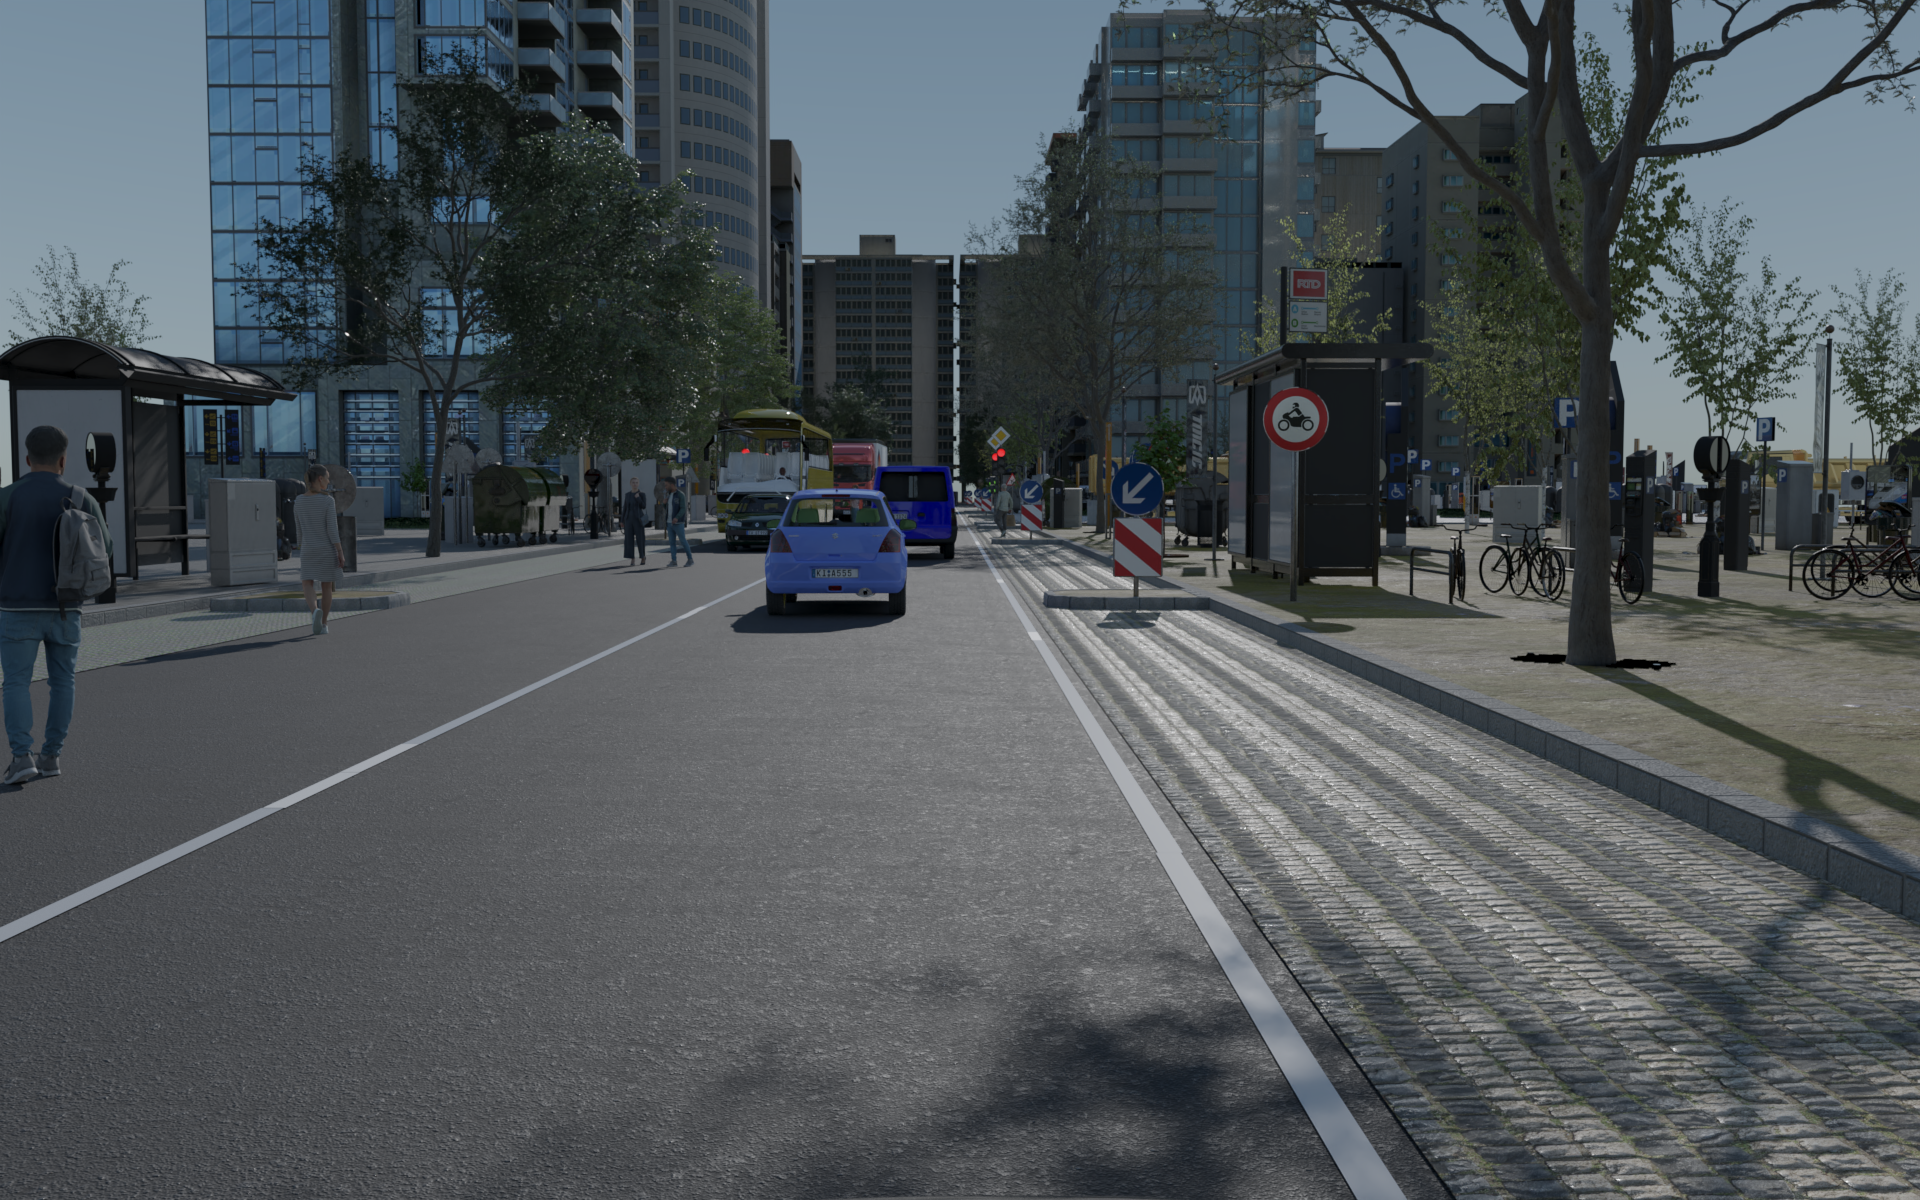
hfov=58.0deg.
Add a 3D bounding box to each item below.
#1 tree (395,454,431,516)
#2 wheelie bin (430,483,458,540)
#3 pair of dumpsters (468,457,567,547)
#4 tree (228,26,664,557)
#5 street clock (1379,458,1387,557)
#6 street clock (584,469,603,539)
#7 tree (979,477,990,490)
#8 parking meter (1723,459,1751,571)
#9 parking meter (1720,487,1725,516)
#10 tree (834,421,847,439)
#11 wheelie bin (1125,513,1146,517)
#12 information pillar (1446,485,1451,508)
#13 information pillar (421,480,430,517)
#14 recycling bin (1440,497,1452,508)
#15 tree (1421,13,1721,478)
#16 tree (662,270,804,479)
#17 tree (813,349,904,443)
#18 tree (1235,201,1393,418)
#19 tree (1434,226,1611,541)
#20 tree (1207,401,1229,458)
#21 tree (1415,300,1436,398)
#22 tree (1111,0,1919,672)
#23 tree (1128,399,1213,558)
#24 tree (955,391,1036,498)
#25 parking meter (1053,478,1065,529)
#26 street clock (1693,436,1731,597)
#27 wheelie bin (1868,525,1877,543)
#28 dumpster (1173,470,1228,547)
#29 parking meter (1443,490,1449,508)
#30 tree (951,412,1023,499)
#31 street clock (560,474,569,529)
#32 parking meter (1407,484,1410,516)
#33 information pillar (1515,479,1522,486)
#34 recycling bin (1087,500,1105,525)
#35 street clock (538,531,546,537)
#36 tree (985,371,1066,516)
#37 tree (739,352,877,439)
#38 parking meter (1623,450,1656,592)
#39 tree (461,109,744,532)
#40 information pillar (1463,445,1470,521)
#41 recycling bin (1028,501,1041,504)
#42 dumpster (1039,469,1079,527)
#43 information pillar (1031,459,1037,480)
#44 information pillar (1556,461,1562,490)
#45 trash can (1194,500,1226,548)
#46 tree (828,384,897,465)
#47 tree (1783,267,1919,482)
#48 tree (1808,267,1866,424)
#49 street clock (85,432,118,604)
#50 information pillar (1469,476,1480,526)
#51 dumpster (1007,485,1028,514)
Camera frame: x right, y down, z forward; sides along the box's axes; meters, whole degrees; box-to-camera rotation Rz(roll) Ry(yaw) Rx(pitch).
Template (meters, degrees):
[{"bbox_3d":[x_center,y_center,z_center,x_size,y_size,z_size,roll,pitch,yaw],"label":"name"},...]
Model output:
[{"bbox_3d":[-25.720,-5.367,82.357,1.663,3.219,1.824,0,3,0],"label":"tree"},{"bbox_3d":[-14.340,-2.467,48.238,0.693,1.594,0.980,-3,4,-36],"label":"wheelie bin"},{"bbox_3d":[-11.117,-2.514,43.590,1.574,2.255,4.437,0,4,0],"label":"pair of dumpsters"},{"bbox_3d":[-10.481,-6.140,34.799,7.601,10.594,8.767,2,4,35],"label":"tree"},{"bbox_3d":[8.412,-1.867,35.093,0.471,2.002,0.358,-3,5,-42],"label":"street clock"},{"bbox_3d":[-10.433,-2.738,49.335,0.471,2.002,0.358,0,4,4],"label":"street clock"},{"bbox_3d":[2.818,-12.018,191.099,1.663,3.219,1.824,0,3,0],"label":"tree"},{"bbox_3d":[13.094,-1.435,29.178,0.399,1.863,0.255,-3,4,-36],"label":"parking meter"},{"bbox_3d":[28.281,-3.400,63.998,0.372,1.533,0.369,0,3,0],"label":"parking meter"},{"bbox_3d":[-13.003,-13.611,172.906,4.737,8.622,4.395,0,3,0],"label":"tree"},{"bbox_3d":[6.057,-3.162,59.600,0.693,1.594,0.980,-3,4,-38],"label":"wheelie bin"},{"bbox_3d":[39.698,-8.333,140.739,0.304,2.012,0.304,-3,5,-42],"label":"information pillar"},{"bbox_3d":[-26.160,-4.909,84.752,0.304,2.012,0.304,2,4,31],"label":"information pillar"},{"bbox_3d":[42.252,-8.438,150.523,0.722,1.027,0.722,-3,4,-36],"label":"recycling bin"},{"bbox_3d":[9.449,-4.645,26.306,4.737,8.622,4.395,0,3,0],"label":"tree"},{"bbox_3d":[-11.724,-10.406,88.266,7.486,12.596,7.792,0,3,0],"label":"tree"},{"bbox_3d":[-13.492,-22.807,228.789,12.611,20.169,13.585,0,3,0],"label":"tree"},{"bbox_3d":[9.093,-5.753,44.426,4.360,8.622,3.978,0,3,0],"label":"tree"},{"bbox_3d":[16.025,-5.962,47.836,4.360,8.622,3.978,0,3,0],"label":"tree"},{"bbox_3d":[20.387,-11.203,133.538,4.360,8.622,3.978,0,3,0],"label":"tree"},{"bbox_3d":[16.719,-6.463,56.026,4.360,8.622,3.978,0,3,0],"label":"tree"},{"bbox_3d":[4.653,-6.251,12.568,12.009,13.543,11.850,0,3,0],"label":"tree"},{"bbox_3d":[4.288,-2.481,35.166,1.663,3.219,1.824,0,3,0],"label":"tree"},{"bbox_3d":[3.023,-13.043,147.668,7.601,10.594,8.767,0,3,0],"label":"tree"},{"bbox_3d":[3.701,-3.598,64.544,0.399,1.863,0.255,1,4,19],"label":"parking meter"},{"bbox_3d":[9.361,-1.042,21.604,0.471,2.002,0.358,-3,4,-36],"label":"street clock"},{"bbox_3d":[24.442,-2.325,45.919,0.693,1.594,0.980,1,4,8],"label":"wheelie bin"},{"bbox_3d":[5.997,-2.271,42.894,1.264,1.857,1.865,0,4,0],"label":"dumpster"},{"bbox_3d":[32.842,-6.643,117.016,0.372,1.533,0.369,0,3,0],"label":"parking meter"},{"bbox_3d":[3.263,-18.735,223.328,9.611,12.733,9.660,0,3,0],"label":"tree"},{"bbox_3d":[-14.593,-3.627,63.877,0.358,2.002,0.471,-2,4,-30],"label":"street clock"},{"bbox_3d":[28.523,-6.416,110.609,0.399,1.863,0.255,-1,4,-15],"label":"parking meter"},{"bbox_3d":[26.428,-4.741,82.007,0.304,2.012,0.304,1,4,9],"label":"information pillar"},{"bbox_3d":[5.702,-3.575,71.010,0.722,1.027,0.722,-3,5,-45],"label":"recycling bin"},{"bbox_3d":[-12.417,-2.864,51.398,0.358,2.002,0.471,-1,4,-23],"label":"street clock"},{"bbox_3d":[3.762,-9.144,99.863,4.737,8.622,4.395,0,3,0],"label":"tree"},{"bbox_3d":[-11.336,-10.852,111.849,8.767,10.594,7.601,-3,5,-42],"label":"tree"},{"bbox_3d":[8.924,-1.042,22.755,0.399,1.863,0.255,-3,5,-43],"label":"parking meter"},{"bbox_3d":[-11.935,-9.252,57.928,9.857,13.997,8.962,0,3,0],"label":"tree"},{"bbox_3d":[24.365,-5.621,83.265,0.183,3.616,0.504,-1,4,-9],"label":"information pillar"},{"bbox_3d":[3.757,-4.492,86.001,0.722,1.027,0.722,0,4,-4],"label":"recycling bin"},{"bbox_3d":[3.822,-3.980,67.573,1.502,2.255,1.985,0,4,0],"label":"dumpster"},{"bbox_3d":[4.741,-7.323,111.093,0.183,3.616,0.504,-3,5,-44],"label":"information pillar"},{"bbox_3d":[40.676,-7.709,117.388,0.504,3.616,0.183,2,4,34],"label":"information pillar"},{"bbox_3d":[5.969,-1.816,41.353,0.748,1.137,0.748,0,3,0],"label":"trash can"},{"bbox_3d":[-11.751,-17.941,199.998,9.857,13.997,8.962,0,3,0],"label":"tree"},{"bbox_3d":[29.915,-6.458,55.953,4.737,8.622,4.395,0,3,0],"label":"tree"},{"bbox_3d":[18.893,-5.651,42.752,4.737,8.622,4.395,0,3,0],"label":"tree"},{"bbox_3d":[-10.056,-0.963,20.316,0.358,2.002,0.471,-3,5,-40],"label":"street clock"},{"bbox_3d":[21.006,-4.051,70.724,0.304,2.012,0.304,-1,4,-10],"label":"information pillar"},{"bbox_3d":[3.675,-6.474,111.614,1.264,1.857,1.865,0,4,0],"label":"dumpster"}]
